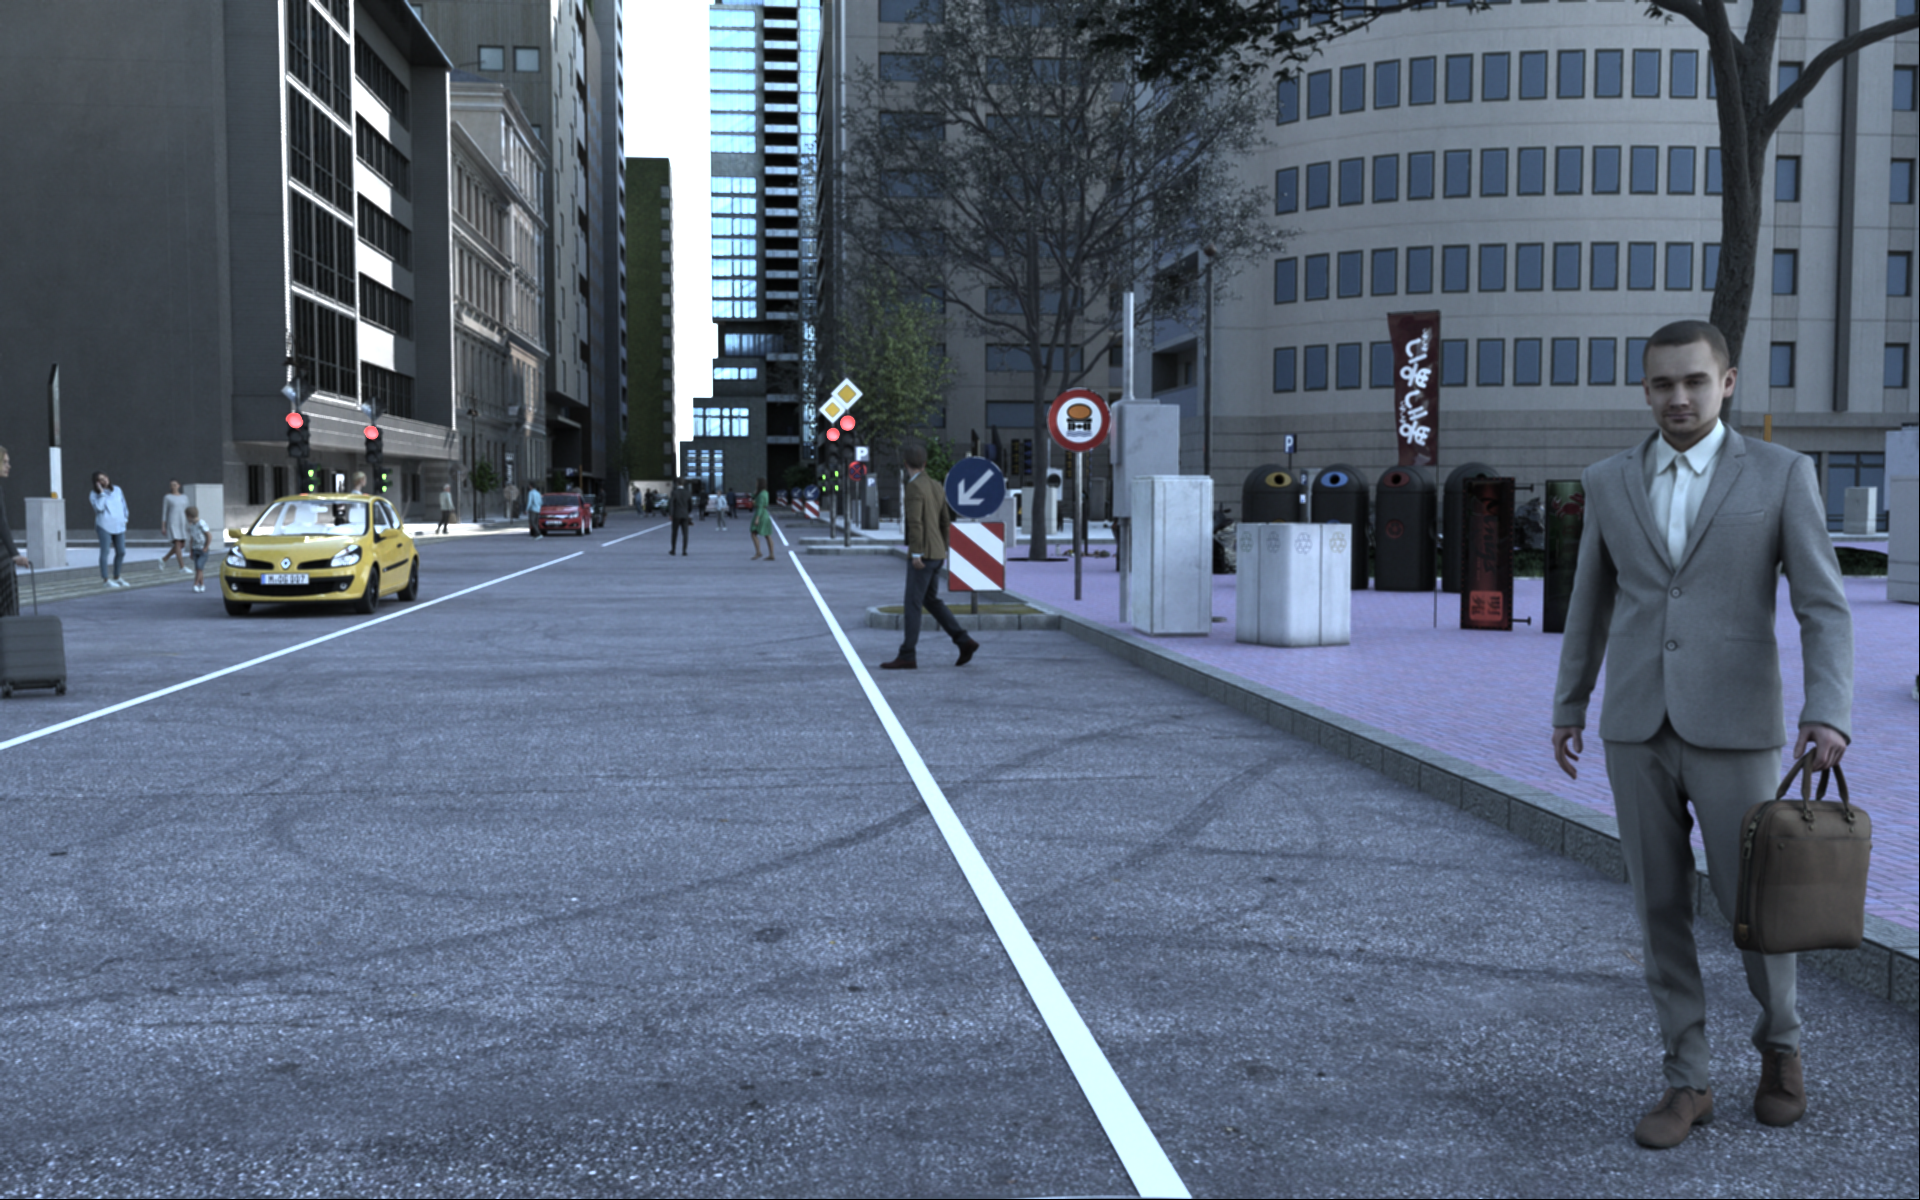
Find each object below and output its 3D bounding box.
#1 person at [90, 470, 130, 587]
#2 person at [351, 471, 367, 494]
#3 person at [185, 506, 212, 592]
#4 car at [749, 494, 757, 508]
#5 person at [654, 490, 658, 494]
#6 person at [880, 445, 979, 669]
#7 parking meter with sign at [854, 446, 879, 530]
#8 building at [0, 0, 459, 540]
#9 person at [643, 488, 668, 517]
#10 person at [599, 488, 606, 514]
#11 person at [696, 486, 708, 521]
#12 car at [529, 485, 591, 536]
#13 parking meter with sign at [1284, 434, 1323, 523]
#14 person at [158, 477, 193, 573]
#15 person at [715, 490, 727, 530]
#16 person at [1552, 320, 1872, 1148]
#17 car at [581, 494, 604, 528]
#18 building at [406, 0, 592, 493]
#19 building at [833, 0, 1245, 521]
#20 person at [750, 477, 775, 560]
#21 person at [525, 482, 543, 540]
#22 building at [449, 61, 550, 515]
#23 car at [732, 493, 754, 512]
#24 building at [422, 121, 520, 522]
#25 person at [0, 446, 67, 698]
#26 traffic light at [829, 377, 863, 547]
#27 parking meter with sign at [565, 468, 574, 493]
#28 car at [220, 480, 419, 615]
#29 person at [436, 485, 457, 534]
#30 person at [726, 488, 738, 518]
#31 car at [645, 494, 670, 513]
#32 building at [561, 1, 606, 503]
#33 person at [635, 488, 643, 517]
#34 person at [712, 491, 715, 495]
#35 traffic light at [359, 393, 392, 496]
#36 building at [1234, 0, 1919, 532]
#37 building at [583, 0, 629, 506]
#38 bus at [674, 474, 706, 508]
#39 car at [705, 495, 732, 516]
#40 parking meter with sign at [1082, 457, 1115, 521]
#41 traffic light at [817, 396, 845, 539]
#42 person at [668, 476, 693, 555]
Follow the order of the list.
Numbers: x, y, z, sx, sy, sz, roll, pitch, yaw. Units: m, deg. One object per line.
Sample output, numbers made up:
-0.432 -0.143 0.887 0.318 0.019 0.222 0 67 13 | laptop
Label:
-13.067 -1.092 26.618 0.793 1.790 0.793 0 4 -4 | person
-9.335 -1.100 26.838 0.624 1.780 0.694 -1 4 -9 | person
-11.150 -0.745 25.368 0.352 1.250 0.332 -2 4 -27 | person
-19.393 -9.336 162.867 2.015 1.641 3.980 0 4 -7 | car
-29.268 -9.677 166.659 1.348 1.831 0.705 1 4 21 | person
-0.260 -0.361 14.307 0.836 1.842 0.656 -1 4 -8 | person
-3.323 -4.057 62.591 0.543 3.016 1.738 -1 4 -19 | parking meter with sign
-27.858 -14.865 62.111 14.314 24.678 30.058 0 4 -7 | building
-19.412 -6.196 110.020 1.509 1.804 0.699 1 4 14 | person
-23.803 -6.541 115.250 0.447 1.846 0.655 -1 4 -12 | person
-13.890 -5.203 93.350 0.659 1.850 0.755 0 4 -7 | person
-13.913 -3.140 60.382 2.155 1.783 4.494 0 4 -7 | car
10.430 -3.346 50.973 1.738 3.016 0.543 -1 4 -20 | parking meter with sign
-14.246 -1.354 31.385 0.760 1.731 0.466 1 4 11 | person
-9.542 -3.579 68.834 0.589 1.601 0.330 3 5 40 | person
1.640 0.293 3.836 0.709 1.813 0.853 2 4 35 | person
-16.234 -3.927 73.994 2.009 1.686 4.222 0 4 -6 | car
-43.612 -33.306 133.799 28.713 52.752 27.495 0 4 -7 | building
2.832 -34.412 104.632 21.231 58.520 28.212 0 4 -7 | building
-4.278 -1.758 37.483 0.529 1.795 0.600 0 4 -4 | person
-13.271 -2.790 54.135 0.620 1.820 0.660 1 4 18 | person
-33.513 -19.732 108.530 13.634 28.700 20.117 0 4 -7 | building
-17.442 -7.891 138.056 2.155 1.783 4.494 0 4 -8 | car
-29.703 -15.429 88.426 11.583 22.565 21.152 0 4 -7 | building
-7.037 -0.242 12.673 0.699 1.804 1.509 -2 4 -34 | person
-2.745 -3.237 41.838 0.839 4.253 0.868 0 4 -7 | traffic light
-25.859 -7.232 114.497 0.543 3.016 1.738 0 4 -8 | parking meter with sign
-7.981 -0.706 21.774 2.015 1.641 3.980 0 4 -7 | car
-18.241 -3.213 61.514 0.782 1.767 0.515 3 4 38 | person
-13.620 -5.797 103.459 0.721 1.800 0.419 0 4 -3 | person
-23.221 -7.440 133.447 2.131 1.459 4.920 0 4 -6 | car
-39.647 -30.907 155.439 14.600 45.320 14.200 0 4 -7 | building
-20.079 -6.090 108.329 0.793 1.790 0.793 2 4 31 | person
-27.369 -11.263 192.607 0.705 1.831 1.348 -1 4 -10 | person
-16.298 -3.630 48.279 0.839 4.253 0.868 0 4 -7 | traffic light
21.779 -31.929 64.036 28.212 58.520 21.231 0 4 -7 | building
-50.076 -39.268 184.031 28.212 58.520 21.231 0 4 -7 | building
-28.017 -11.361 180.615 2.948 3.499 13.247 0 4 -6 | bus
-15.855 -6.179 113.380 2.083 1.381 4.827 0 4 -6 | car
6.453 -5.194 81.187 1.738 3.016 0.543 -1 4 -10 | parking meter with sign
-3.674 -3.722 49.769 0.839 4.253 0.868 0 4 -7 | traffic light
-6.582 -1.973 40.536 0.659 1.850 0.755 -2 4 -25 | person
